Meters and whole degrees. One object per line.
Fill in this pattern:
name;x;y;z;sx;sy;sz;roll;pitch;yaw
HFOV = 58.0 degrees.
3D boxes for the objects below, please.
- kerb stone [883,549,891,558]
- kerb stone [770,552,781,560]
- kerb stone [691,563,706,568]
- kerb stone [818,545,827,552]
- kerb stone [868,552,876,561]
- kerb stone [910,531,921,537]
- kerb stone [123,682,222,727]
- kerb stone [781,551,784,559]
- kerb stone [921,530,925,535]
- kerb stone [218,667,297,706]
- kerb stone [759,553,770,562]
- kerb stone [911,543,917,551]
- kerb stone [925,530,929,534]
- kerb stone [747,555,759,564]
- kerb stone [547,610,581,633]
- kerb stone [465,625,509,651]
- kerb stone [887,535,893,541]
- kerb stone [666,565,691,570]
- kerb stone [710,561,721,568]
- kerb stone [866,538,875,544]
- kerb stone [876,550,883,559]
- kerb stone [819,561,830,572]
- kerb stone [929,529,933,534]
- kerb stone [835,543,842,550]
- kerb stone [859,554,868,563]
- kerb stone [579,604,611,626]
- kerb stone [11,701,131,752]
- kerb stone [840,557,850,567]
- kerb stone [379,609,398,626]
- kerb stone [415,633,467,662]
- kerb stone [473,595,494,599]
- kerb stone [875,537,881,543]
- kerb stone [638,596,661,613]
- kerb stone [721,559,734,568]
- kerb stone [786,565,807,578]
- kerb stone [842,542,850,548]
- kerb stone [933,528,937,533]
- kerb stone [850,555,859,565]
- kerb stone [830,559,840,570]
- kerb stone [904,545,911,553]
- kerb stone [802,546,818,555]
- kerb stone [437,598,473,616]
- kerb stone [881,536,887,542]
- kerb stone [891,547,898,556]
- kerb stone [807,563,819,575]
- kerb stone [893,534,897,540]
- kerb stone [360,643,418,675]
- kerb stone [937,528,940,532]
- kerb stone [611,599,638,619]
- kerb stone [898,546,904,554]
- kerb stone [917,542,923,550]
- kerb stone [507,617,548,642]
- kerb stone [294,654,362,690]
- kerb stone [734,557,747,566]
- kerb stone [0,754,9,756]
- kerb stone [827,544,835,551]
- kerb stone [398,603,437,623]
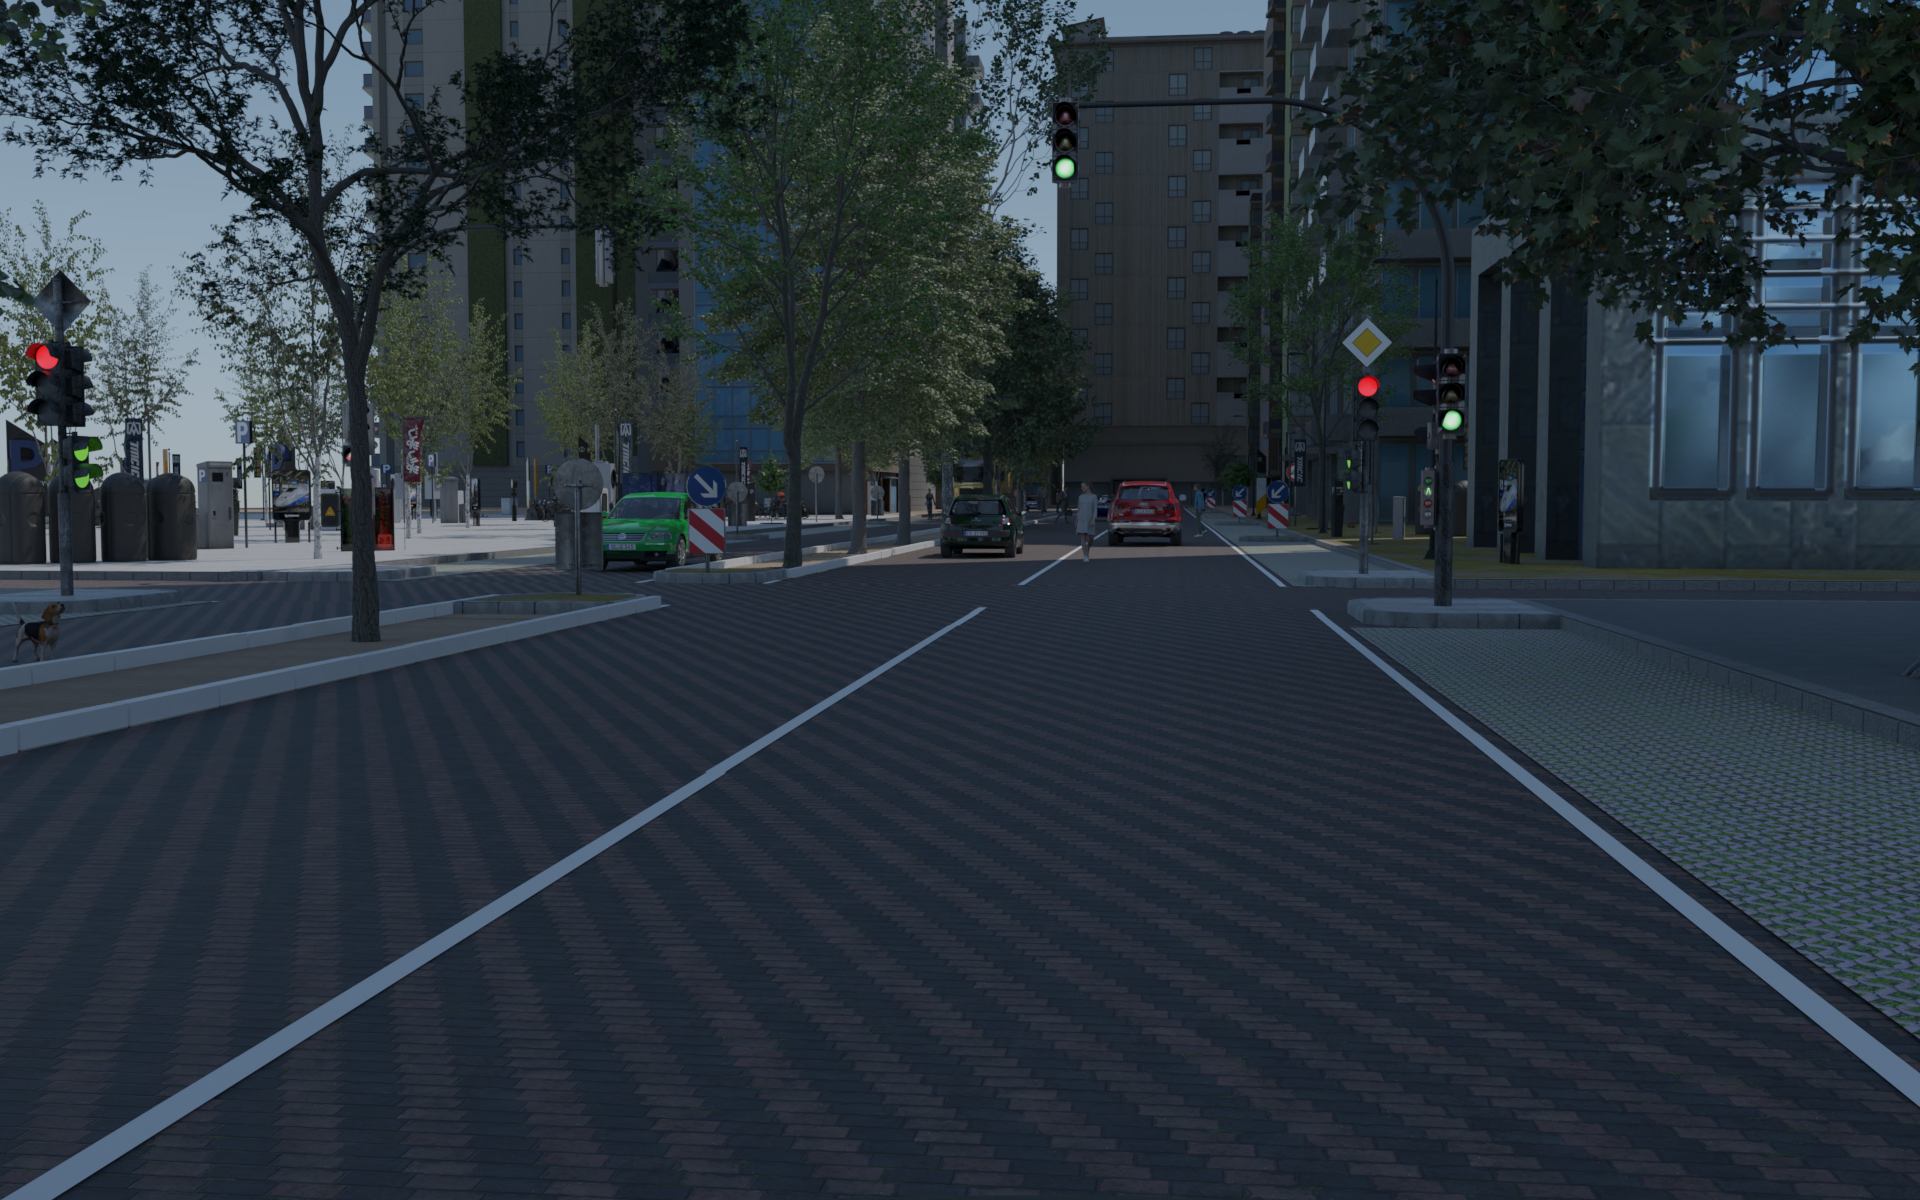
kerb stone;-1.750;-1.039;39.181;0.120;0.150;1.000;0;4;7
kerb stone;-4.085;-0.926;37.399;0.120;0.150;1.000;0;4;7
kerb stone;-4.810;-0.553;31.269;0.120;0.150;1.000;0;4;7
kerb stone;-3.481;-1.240;42.477;0.120;0.150;1.000;0;4;7
kerb stone;-1.999;-0.905;37.145;0.120;0.150;1.000;0;4;7
kerb stone;-1.543;-2.233;58.731;0.120;0.150;1.000;0;4;7
kerb stone;-5.097;0.676;11.143;0.120;0.150;1.000;0;4;7
kerb stone;-3.958;-0.992;38.415;0.120;0.150;1.000;0;4;7
kerb stone;-1.422;-2.295;59.760;0.120;0.150;1.000;0;4;7
kerb stone;-4.979;0.614;12.158;0.120;0.150;1.000;0;4;7
kerb stone;-4.207;-0.864;36.384;0.120;0.150;1.000;0;4;7
kerb stone;-1.269;-1.288;43.249;0.120;0.150;1.000;0;4;7
kerb stone;-1.300;-2.352;60.782;0.120;0.150;1.000;0;4;7
kerb stone;-4.325;-0.806;35.366;0.120;0.150;1.000;0;4;7
kerb stone;-4.254;0.241;18.261;0.120;0.150;1.000;0;4;7
kerb stone;-4.498;0.365;16.232;0.120;0.150;1.000;0;4;7
kerb stone;-2.266;-1.862;52.637;0.120;0.150;1.000;0;4;7
kerb stone;-4.941;-0.493;30.249;0.120;0.150;1.000;0;4;7
kerb stone;-4.689;-0.618;32.292;0.120;0.150;1.000;0;4;7
kerb stone;-2.637;-1.676;49.592;0.120;0.150;1.000;0;4;7
kerb stone;-1.882;-0.971;38.162;0.120;0.150;1.000;0;4;7
kerb stone;-2.600;-0.600;32.039;0.120;0.150;1.000;0;4;7
kerb stone;-1.173;-2.422;61.796;0.120;0.150;1.000;0;4;7
kerb stone;-3.239;-1.362;44.507;0.120;0.150;1.000;0;4;7
kerb stone;-2.123;-0.851;36.116;0.120;0.150;1.000;0;4;7
kerb stone;-4.131;0.179;19.275;0.120;0.150;1.000;0;4;7
kerb stone;-5.221;0.738;10.129;0.120;0.150;1.000;0;4;7
kerb stone;-2.366;-0.727;34.086;0.120;0.150;1.000;0;4;7
kerb stone;-6.328;0.223;18.557;0.120;0.150;1.000;0;4;7
kerb stone;-4.615;0.427;15.216;0.120;0.150;1.000;0;4;7
kerb stone;-5.970;0.036;21.611;0.120;0.150;1.000;0;4;7
kerb stone;-2.510;-1.738;50.607;0.120;0.150;1.000;0;4;7
kerb stone;-3.881;0.054;21.310;0.120;0.150;1.000;0;4;7
kerb stone;-4.571;-0.679;33.324;0.120;0.150;1.000;0;4;7
kerb stone;-2.848;-0.477;30.001;0.120;0.150;1.000;0;4;7
kerb stone;-3.115;-1.427;45.523;0.120;0.150;1.000;0;4;7
kerb stone;-1.064;-2.484;62.812;0.120;0.150;1.000;0;4;7
kerb stone;-2.241;-0.789;35.101;0.120;0.150;1.000;0;4;7
kerb stone;-2.493;-0.664;33.059;0.120;0.150;1.000;0;4;7
kerb stone;-1.393;-1.224;42.230;0.120;0.150;1.000;0;4;7
kerb stone;-3.608;-1.176;41.462;0.120;0.150;1.000;0;4;7
kerb stone;-6.083;0.098;20.595;0.120;0.150;1.000;0;4;7
kerb stone;-2.390;-1.796;51.623;0.120;0.150;1.000;0;4;7
kerb stone;-1.638;-1.101;40.197;0.120;0.150;1.000;0;4;7
kerb stone;-2.734;-0.539;31.018;0.120;0.150;1.000;0;4;7
kerb stone;-2.149;-1.922;53.653;0.120;0.150;1.000;0;4;7
kerb stone;-4.734;0.494;14.191;0.120;0.150;1.000;0;4;7
kerb stone;-0.935;-2.544;63.840;0.120;0.150;1.000;0;4;7
kerb stone;-4.011;0.118;20.296;0.120;0.150;1.000;0;4;7
kerb stone;-1.515;-1.163;41.215;0.120;0.150;1.000;0;4;7
kerb stone;-1.151;-1.350;44.264;0.120;0.150;1.000;0;4;7
kerb stone;-4.369;0.303;17.245;0.120;0.150;1.000;0;4;7
kerb stone;-4.857;0.552;13.176;0.120;0.150;1.000;0;4;7
kerb stone;-4.451;-0.740;34.349;0.120;0.150;1.000;0;4;7
kerb stone;-5.342;0.800;9.108;0.120;0.150;1.000;0;4;7
kerb stone;-3.354;-1.302;43.491;0.120;0.150;1.000;0;4;7
kerb stone;-6.211;0.160;19.581;0.120;0.150;1.000;0;4;7
